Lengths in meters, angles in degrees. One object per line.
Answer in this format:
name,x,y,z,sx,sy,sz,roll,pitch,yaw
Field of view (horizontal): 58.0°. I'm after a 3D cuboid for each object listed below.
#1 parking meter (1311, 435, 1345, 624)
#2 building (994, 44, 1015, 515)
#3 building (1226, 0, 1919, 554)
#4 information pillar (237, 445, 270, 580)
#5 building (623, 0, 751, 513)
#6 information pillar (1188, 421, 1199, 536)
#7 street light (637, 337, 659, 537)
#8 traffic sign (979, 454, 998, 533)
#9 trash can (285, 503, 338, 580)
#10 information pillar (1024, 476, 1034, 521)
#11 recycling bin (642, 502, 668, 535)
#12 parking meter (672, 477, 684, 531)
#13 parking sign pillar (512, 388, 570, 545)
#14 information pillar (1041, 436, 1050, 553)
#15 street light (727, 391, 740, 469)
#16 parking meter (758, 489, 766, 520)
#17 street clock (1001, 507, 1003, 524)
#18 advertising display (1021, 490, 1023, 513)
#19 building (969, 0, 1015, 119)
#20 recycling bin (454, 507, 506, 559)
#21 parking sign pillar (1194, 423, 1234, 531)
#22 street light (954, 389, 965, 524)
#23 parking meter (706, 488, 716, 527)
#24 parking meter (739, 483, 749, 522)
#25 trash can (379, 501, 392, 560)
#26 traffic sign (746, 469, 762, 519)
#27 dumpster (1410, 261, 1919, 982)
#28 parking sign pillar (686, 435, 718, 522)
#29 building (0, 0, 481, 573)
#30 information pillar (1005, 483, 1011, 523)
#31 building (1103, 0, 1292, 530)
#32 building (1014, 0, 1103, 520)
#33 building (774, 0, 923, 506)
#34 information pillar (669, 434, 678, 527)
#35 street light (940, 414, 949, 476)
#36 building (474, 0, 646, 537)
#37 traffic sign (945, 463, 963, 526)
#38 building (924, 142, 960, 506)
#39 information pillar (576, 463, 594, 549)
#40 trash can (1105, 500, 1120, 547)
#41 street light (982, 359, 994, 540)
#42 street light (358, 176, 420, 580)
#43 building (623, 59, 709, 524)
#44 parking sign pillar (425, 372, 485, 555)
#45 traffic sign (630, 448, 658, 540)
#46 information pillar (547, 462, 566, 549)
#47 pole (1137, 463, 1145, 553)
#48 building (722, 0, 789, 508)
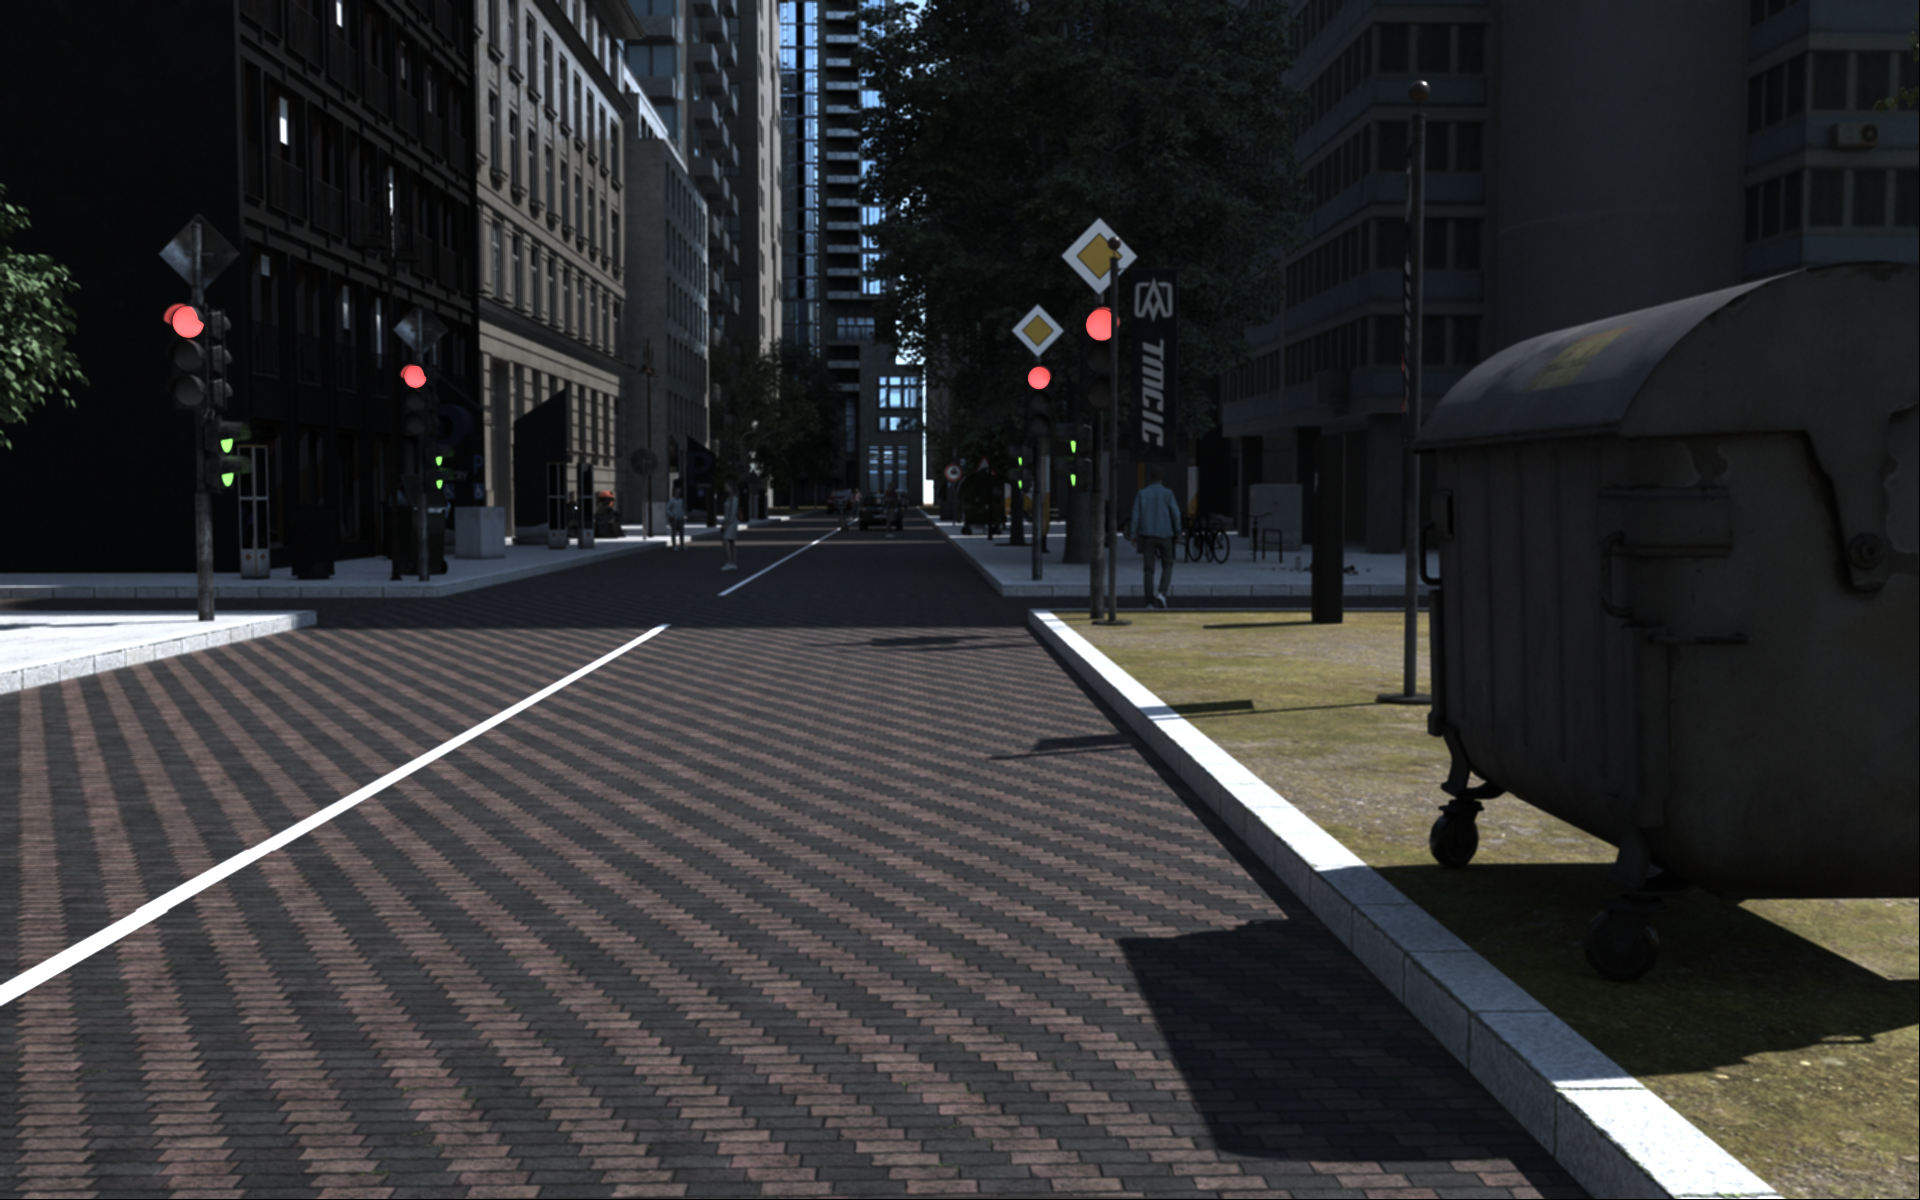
parking meter,3.675,-0.708,17.292,0.255,1.863,0.399,0,4,1
building,8.947,-20.984,114.793,14.160,30.474,14.107,0,4,-2
building,19.834,-21.408,41.898,23.993,40.220,32.217,0,4,-2
information pillar,-10.634,-1.321,26.085,0.304,2.012,0.304,1,4,19
building,-26.617,-30.269,114.513,23.786,49.044,30.456,0,4,-2
information pillar,6.961,-3.694,51.749,0.183,3.616,0.504,-1,4,-23
street light,-9.190,-4.799,51.245,0.468,5.910,1.993,0,4,-2
traffic sign,0.795,-3.461,56.586,0.884,2.594,0.081,0,4,-1
trash can,-9.757,-0.883,26.098,0.748,1.137,0.748,0,3,0
information pillar,3.293,-5.583,82.632,0.504,3.616,0.183,-1,4,-8
recycling bin,-9.519,-2.541,54.100,0.722,1.027,0.722,0,4,-4
parking meter,-9.714,-3.299,59.642,0.399,1.863,0.255,-1,4,-9
parking sign pillar,-10.660,-3.393,43.942,1.447,3.967,1.447,-1,4,-20
information pillar,1.850,-2.837,37.735,0.183,3.616,0.504,-1,4,-12
street light,-10.021,-6.351,76.622,0.468,5.910,1.993,0,4,-2
parking meter,-9.951,-4.802,86.928,0.372,1.533,0.369,0,3,0
street clock,1.728,-4.214,73.462,0.358,2.002,0.471,0,4,-7
advertising display,1.957,-3.196,57.464,0.123,1.923,0.974,1,4,12
building,7.524,-28.083,142.753,14.154,41.232,14.086,0,4,-2
recycling bin,-9.555,-1.341,34.481,0.722,1.027,0.722,2,4,25
parking sign pillar,9.001,-4.455,61.305,1.447,3.967,1.447,2,4,29
street light,-0.016,-6.221,74.501,0.468,5.910,1.993,0,4,-2
parking meter,-9.681,-3.609,67.419,0.372,1.533,0.369,0,3,0
parking meter,-9.784,-4.460,78.630,0.399,1.863,0.255,-2,4,-33
trash can,-11.033,-1.370,34.060,0.748,1.137,0.748,0,3,0
traffic sign,-10.669,-5.465,89.356,0.884,2.594,0.081,0,4,6
dumpster,2.229,0.033,5.217,1.264,1.857,1.865,0,4,-2
parking sign pillar,-11.794,-5.537,79.010,1.447,3.967,1.447,0,4,1
building,-17.987,-12.567,35.144,12.332,23.373,15.834,0,4,-2
information pillar,2.108,-5.301,78.027,0.504,3.616,0.183,0,4,-3
building,12.408,-18.169,68.763,14.160,30.474,14.107,0,4,-2
building,10.191,-26.927,90.361,14.600,45.320,14.200,0,4,-2
building,-19.825,-54.070,196.709,31.000,86.520,22.319,0,4,-2
information pillar,-11.116,-4.643,67.274,0.183,3.616,0.504,-3,5,-44
street light,-0.906,-7.810,100.477,0.468,5.910,1.993,0,4,-2
building,-20.850,-13.778,58.550,16.112,22.955,30.059,0,4,-2
traffic sign,-0.247,-4.311,70.594,0.768,2.556,0.104,0,4,-1
building,3.084,-31.249,194.522,14.086,41.232,14.154,0,4,-2
information pillar,-8.802,-2.215,40.708,0.304,2.012,0.304,-2,4,-34
trash can,3.485,-1.844,41.797,0.748,1.137,0.748,0,3,0
street light,0.842,-4.612,48.202,0.468,5.910,1.993,0,4,-2
street light,-8.399,-3.231,25.621,0.468,5.910,1.993,0,4,-2
building,-18.173,-13.941,82.689,10.420,20.320,16.860,0,4,-2
parking sign pillar,-10.903,-2.987,37.312,1.447,3.967,1.447,1,4,23
traffic sign,-8.756,-2.930,48.011,0.768,2.556,0.104,0,4,1
information pillar,-9.376,-2.188,40.265,0.304,2.012,0.304,1,4,18
pole,3.906,-2.663,37.379,0.158,3.312,0.155,0,3,0
building,-30.181,-34.763,157.612,27.495,52.752,28.713,0,4,-2
